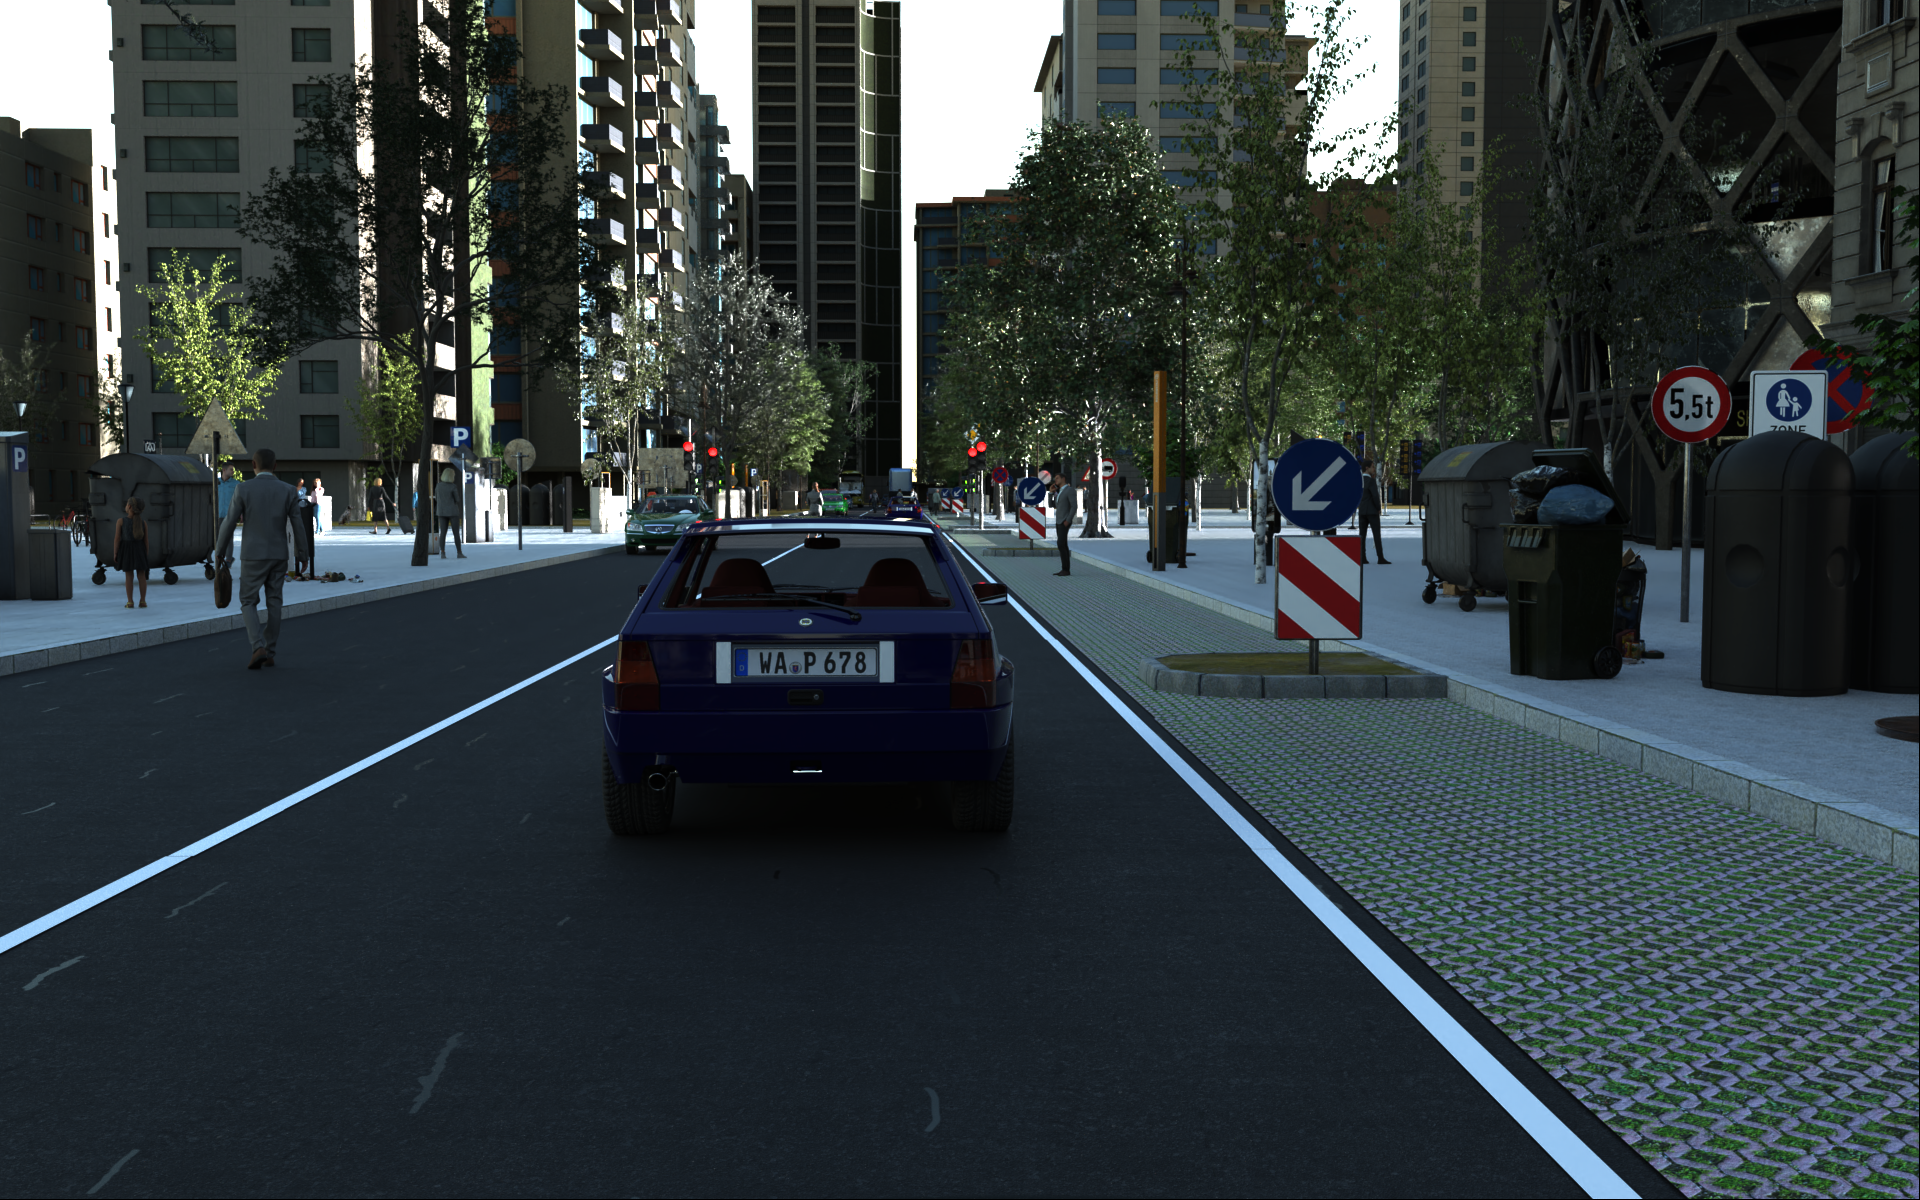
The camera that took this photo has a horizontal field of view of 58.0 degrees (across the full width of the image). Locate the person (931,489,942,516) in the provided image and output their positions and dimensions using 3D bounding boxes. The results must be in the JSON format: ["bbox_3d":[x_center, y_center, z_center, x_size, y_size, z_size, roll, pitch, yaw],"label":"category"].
[{"bbox_3d":[-1.509,-6.387,113.411,0.782,1.767,0.515,3,5,39],"label":"person"}]

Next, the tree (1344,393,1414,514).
[{"bbox_3d":[26.907,-9.729,109.435,4.360,8.622,3.978,0,3,0],"label":"tree"}]

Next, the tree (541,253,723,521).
[{"bbox_3d":[-10.302,-6.260,52.710,4.360,8.622,3.978,0,3,0],"label":"tree"}]

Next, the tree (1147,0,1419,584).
[{"bbox_3d":[4.499,-4.551,24.766,4.737,8.622,4.395,0,3,0],"label":"tree"}]

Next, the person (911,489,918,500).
[{"bbox_3d":[-3.381,-7.216,126.577,0.850,1.850,0.679,2,4,32],"label":"person"}]

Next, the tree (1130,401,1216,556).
[{"bbox_3d":[4.292,-2.542,36.164,1.663,3.219,1.824,0,3,0],"label":"tree"}]

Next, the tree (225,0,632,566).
[{"bbox_3d":[-9.315,-5.886,30.642,7.601,10.594,8.767,0,4,-4],"label":"tree"}]

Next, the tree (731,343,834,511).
[{"bbox_3d":[-13.017,-12.876,128.656,7.486,12.596,7.792,0,3,0],"label":"tree"}]

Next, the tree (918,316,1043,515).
[{"bbox_3d":[2.275,-11.896,104.864,12.009,13.543,11.850,0,3,0],"label":"tree"}]

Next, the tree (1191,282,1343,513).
[{"bbox_3d":[16.866,-10.684,92.806,7.486,12.596,7.792,0,3,0],"label":"tree"}]

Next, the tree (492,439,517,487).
[{"bbox_3d":[-26.437,-6.928,96.980,4.285,4.588,4.351,0,3,0],"label":"tree"}]

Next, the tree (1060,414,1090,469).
[{"bbox_3d":[11.287,-12.356,136.440,8.767,10.594,7.601,-1,4,-20],"label":"tree"}]

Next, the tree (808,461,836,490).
[{"bbox_3d":[-14.081,-11.633,173.911,4.285,4.588,4.351,0,3,0],"label":"tree"}]

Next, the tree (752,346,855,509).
[{"bbox_3d":[-13.581,-14.879,149.922,9.857,13.997,8.962,0,3,0],"label":"tree"}]

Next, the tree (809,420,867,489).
[{"bbox_3d":[-15.064,-16.312,201.115,8.767,10.594,7.601,0,4,-7],"label":"tree"}]

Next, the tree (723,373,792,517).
[{"bbox_3d":[-12.300,-9.722,109.311,4.360,8.622,3.978,0,3,0],"label":"tree"}]

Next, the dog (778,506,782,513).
[{"bbox_3d":[-12.120,-6.118,116.857,0.406,0.507,0.540,-2,4,-30],"label":"dog"}]

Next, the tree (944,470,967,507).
[{"bbox_3d":[-0.193,-11.918,178.571,4.285,4.588,4.351,0,3,0],"label":"tree"}]

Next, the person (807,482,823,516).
[{"bbox_3d":[-4.369,-2.650,52.100,0.520,1.790,0.573,0,4,-4],"label":"person"}]

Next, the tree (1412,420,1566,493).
[{"bbox_3d":[40.840,-9.838,123.753,20.602,7.101,11.467,3,5,39],"label":"tree"}]

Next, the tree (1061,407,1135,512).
[{"bbox_3d":[9.890,-12.204,125.294,9.928,11.665,9.643,0,3,0],"label":"tree"}]

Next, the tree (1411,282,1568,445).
[{"bbox_3d":[23.462,-8.639,75.665,7.601,10.594,8.767,-1,4,-10],"label":"tree"}]

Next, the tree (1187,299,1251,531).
[{"bbox_3d":[8.366,-6.767,60.995,4.360,8.622,3.978,0,3,0],"label":"tree"}]

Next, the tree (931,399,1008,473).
[{"bbox_3d":[1.180,-12.646,141.166,7.601,10.594,8.767,-1,4,-18],"label":"tree"}]

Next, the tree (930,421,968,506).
[{"bbox_3d":[-0.029,-16.080,188.670,9.928,11.665,9.643,0,3,0],"label":"tree"}]

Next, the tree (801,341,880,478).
[{"bbox_3d":[-16.263,-22.073,216.779,12.611,20.169,13.585,0,3,0],"label":"tree"}]

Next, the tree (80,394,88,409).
[{"bbox_3d":[-42.287,-8.418,87.996,4.737,8.622,4.395,0,3,0],"label":"tree"}]

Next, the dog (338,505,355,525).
[{"bbox_3d":[-25.634,-3.527,72.038,0.800,0.831,0.513,2,4,35],"label":"dog"}]

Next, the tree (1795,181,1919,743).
[{"bbox_3d":[5.399,-0.874,8.899,1.663,3.219,1.824,0,3,0],"label":"tree"}]

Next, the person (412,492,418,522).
[{"bbox_3d":[-20.420,-3.465,65.490,0.601,1.785,0.444,-2,4,-32],"label":"person"}]

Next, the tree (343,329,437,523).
[{"bbox_3d":[-25.253,-7.759,77.224,4.737,8.622,4.395,0,3,0],"label":"tree"}]

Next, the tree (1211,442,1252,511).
[{"bbox_3d":[21.955,-12.506,130.229,9.928,11.665,9.643,0,3,0],"label":"tree"}]

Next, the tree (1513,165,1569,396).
[{"bbox_3d":[10.274,-5.211,35.560,4.737,8.622,4.395,0,3,0],"label":"tree"}]

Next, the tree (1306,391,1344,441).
[{"bbox_3d":[26.002,-10.393,120.288,4.360,8.622,3.978,0,3,0],"label":"tree"}]

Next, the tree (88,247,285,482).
[{"bbox_3d":[-22.801,-6.252,52.581,4.737,8.622,4.395,0,3,0],"label":"tree"}]

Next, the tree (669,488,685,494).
[{"bbox_3d":[-16.519,-6.445,99.970,1.663,3.219,1.824,0,3,0],"label":"tree"}]

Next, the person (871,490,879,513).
[{"bbox_3d":[-6.364,-7.411,130.092,0.534,1.772,0.576,2,4,34],"label":"person"}]

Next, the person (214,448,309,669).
[{"bbox_3d":[-5.824,-0.356,14.436,0.709,1.813,0.853,-3,4,-38],"label":"person"}]

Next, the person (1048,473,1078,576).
[{"bbox_3d":[1.788,-1.322,30.292,0.473,1.802,0.592,0,4,-7],"label":"person"}]

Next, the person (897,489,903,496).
[{"bbox_3d":[-4.017,-6.637,117.190,0.511,1.800,0.466,2,4,32],"label":"person"}]

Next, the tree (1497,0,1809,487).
[{"bbox_3d":[9.905,-4.615,25.826,4.360,8.622,3.978,0,3,0],"label":"tree"}]

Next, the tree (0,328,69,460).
[{"bbox_3d":[-42.010,-7.759,77.216,4.360,8.622,3.978,0,3,0],"label":"tree"}]

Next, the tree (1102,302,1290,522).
[{"bbox_3d":[10.660,-8.813,78.502,8.767,10.594,7.601,0,4,0],"label":"tree"}]

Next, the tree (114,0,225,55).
[{"bbox_3d":[-8.985,-6.223,12.115,12.009,13.543,11.850,0,3,0],"label":"tree"}]

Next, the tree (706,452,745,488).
[{"bbox_3d":[-18.468,-9.300,135.762,4.285,4.588,4.351,0,3,0],"label":"tree"}]

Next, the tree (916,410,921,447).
[{"bbox_3d":[-0.373,-14.315,152.176,7.486,12.596,7.792,0,3,0],"label":"tree"}]

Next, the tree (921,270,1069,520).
[{"bbox_3d":[2.430,-10.297,86.491,7.486,12.596,7.792,0,3,0],"label":"tree"}]

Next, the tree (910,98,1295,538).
[{"bbox_3d":[3.932,-8.180,50.751,9.611,12.733,9.660,0,3,0],"label":"tree"}]
